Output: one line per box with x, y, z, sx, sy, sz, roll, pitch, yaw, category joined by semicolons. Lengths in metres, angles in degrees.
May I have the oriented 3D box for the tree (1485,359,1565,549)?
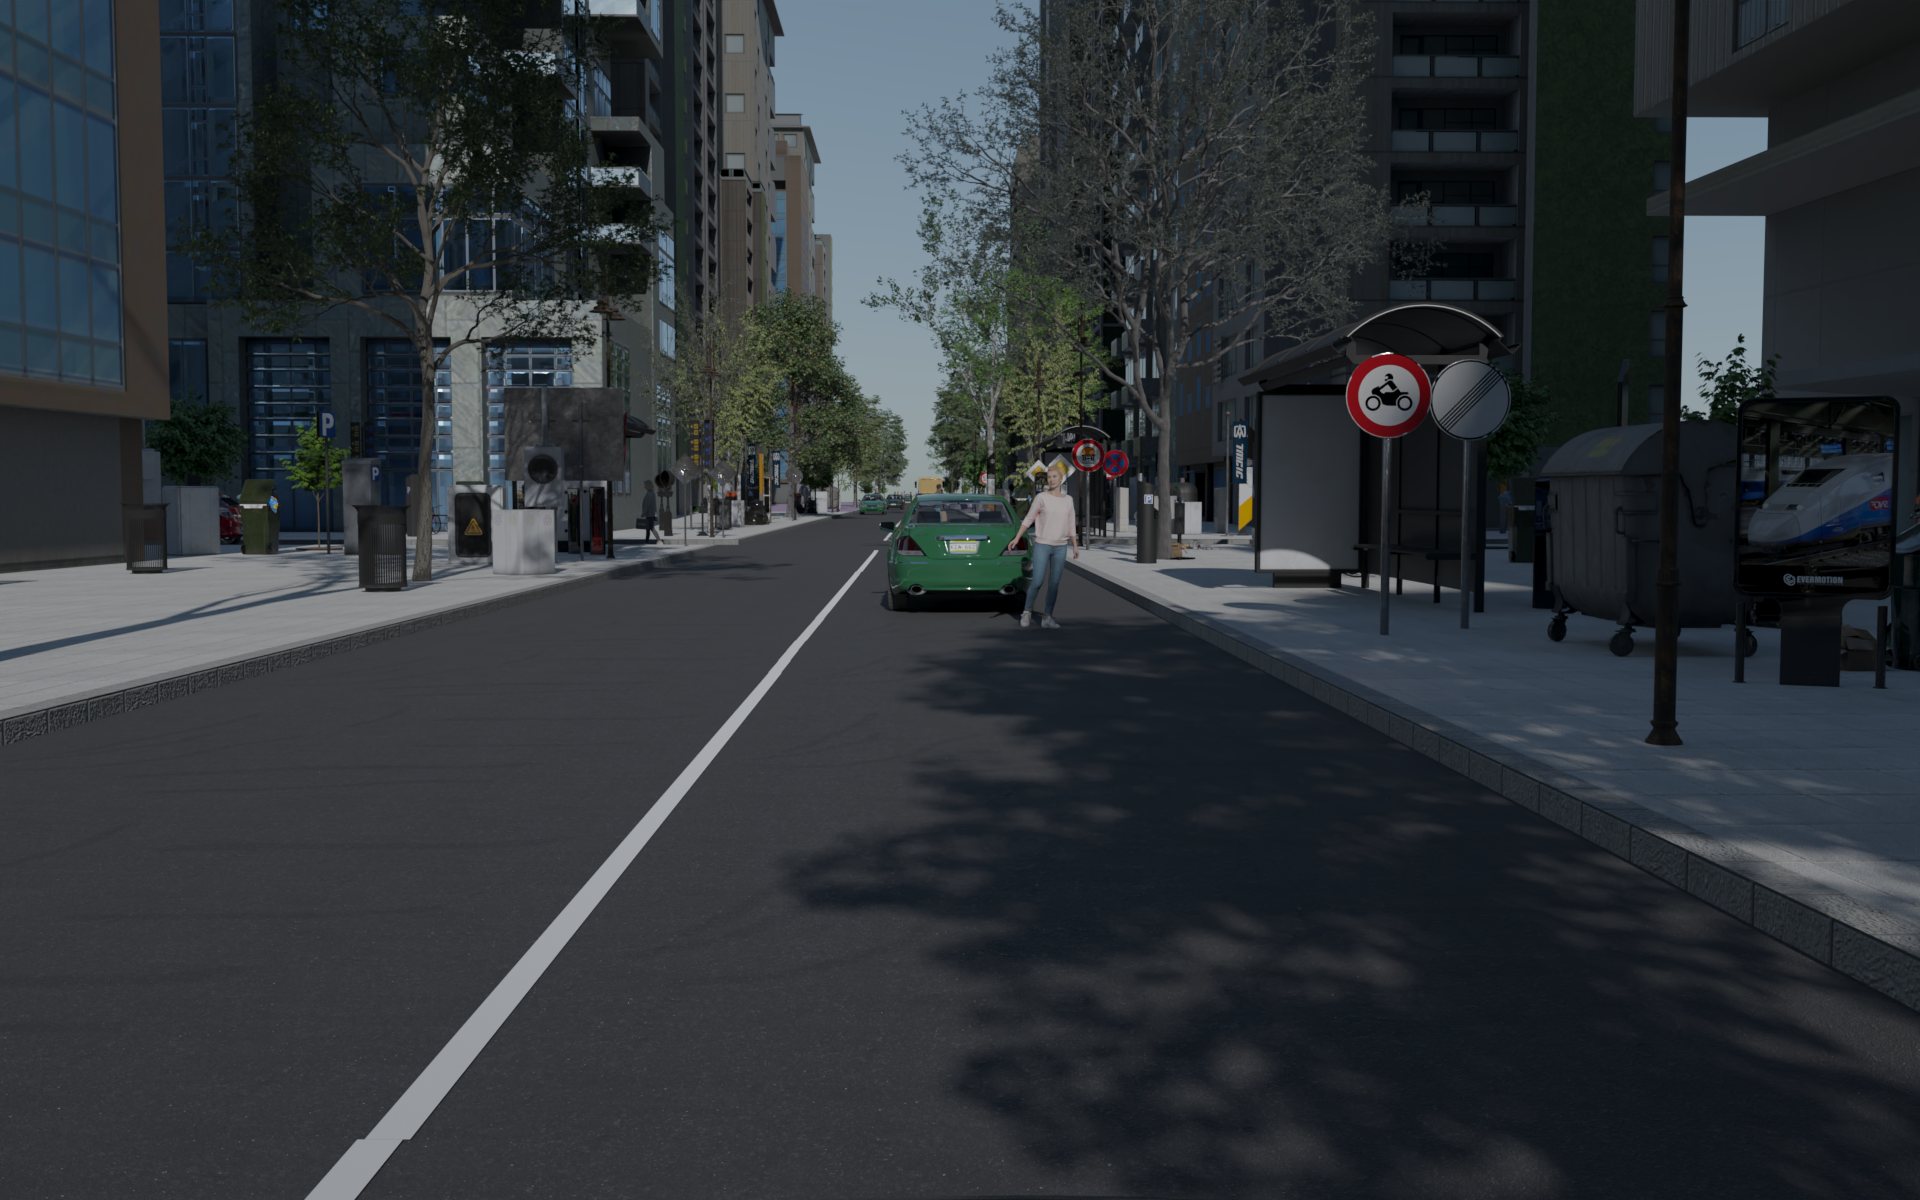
12.465;-3.492;40.813;4.285;4.588;4.351;0;3;0;tree

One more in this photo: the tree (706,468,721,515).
-14.340;-6.708;104.283;1.663;3.219;1.824;0;3;0;tree

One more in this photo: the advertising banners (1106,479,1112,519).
7.254;-5.491;85.958;0.090;3.025;2.074;-1;4;-12;advertising banners

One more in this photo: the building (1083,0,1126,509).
18.936;-42.885;139.425;20.563;71.187;20.611;0;4;-1;building

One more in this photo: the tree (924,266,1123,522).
3.143;-9.218;76.469;9.928;11.665;9.643;0;3;0;tree

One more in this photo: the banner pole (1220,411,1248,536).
8.309;-3.816;52.404;0.863;3.779;0.401;2;4;29;banner pole

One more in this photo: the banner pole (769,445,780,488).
-9.412;-5.975;87.712;0.863;3.779;0.401;2;4;32;banner pole

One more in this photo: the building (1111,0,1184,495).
21.641;-30.008;110.236;23.786;49.044;30.456;0;4;-1;building

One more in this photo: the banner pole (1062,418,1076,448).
3.544;-4.084;56.793;0.401;3.779;0.863;-3;4;-36;banner pole

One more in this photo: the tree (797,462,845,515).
-8.836;-7.538;106.957;4.285;4.588;4.351;0;3;0;tree

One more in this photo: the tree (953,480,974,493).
0.585;-12.450;198.159;1.663;3.219;1.824;0;3;0;tree

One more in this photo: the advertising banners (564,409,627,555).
-7.674;-2.467;36.531;2.074;3.025;0.090;3;5;40;advertising banners

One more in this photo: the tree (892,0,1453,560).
3.898;-7.535;33.564;12.009;13.543;11.850;0;3;0;tree

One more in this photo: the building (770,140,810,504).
-26.806;-35.050;223.182;14.600;45.320;14.200;0;4;-1;building

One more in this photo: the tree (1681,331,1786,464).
9.353;-1.591;20.617;1.663;3.219;1.824;0;3;0;tree

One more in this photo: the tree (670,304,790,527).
-8.743;-7.103;66.493;4.737;8.622;4.395;0;3;0;tree

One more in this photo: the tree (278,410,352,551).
-14.777;-2.749;39.540;1.663;3.219;1.824;0;3;0;tree

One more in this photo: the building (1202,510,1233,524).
18.024;-26.293;79.997;14.600;45.320;14.200;0;4;-1;building

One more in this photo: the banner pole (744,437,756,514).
-9.167;-5.226;75.464;0.863;3.779;0.401;3;5;41;banner pole

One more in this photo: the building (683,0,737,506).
-27.438;-42.560;134.102;20.563;71.187;20.611;0;4;-1;building

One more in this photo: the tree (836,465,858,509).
-11.204;-14.259;183.488;4.737;8.622;4.395;0;3;0;tree

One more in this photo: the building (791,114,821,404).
-34.448;-40.023;243.609;28.713;52.752;27.495;0;4;-1;building

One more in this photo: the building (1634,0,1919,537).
26.835;-26.356;20.160;28.713;52.752;27.495;0;4;-1;building

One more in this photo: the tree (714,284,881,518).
-9.135;-10.870;94.729;9.611;12.733;9.660;0;3;0;tree

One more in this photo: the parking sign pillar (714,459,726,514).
-14.924;-7.335;108.395;1.447;3.967;1.447;1;4;9;parking sign pillar

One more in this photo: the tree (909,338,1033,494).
1.618;-14.457;143.035;9.857;13.997;8.962;0;3;0;tree

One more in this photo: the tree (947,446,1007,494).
1.660;-8.169;117.275;4.285;4.588;4.351;0;3;0;tree

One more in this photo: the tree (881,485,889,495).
-12.434;-17.637;282.969;1.663;3.219;1.824;0;3;0;tree

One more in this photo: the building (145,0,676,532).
-23.401;-46.359;70.645;22.319;86.520;31.000;0;4;-1;building

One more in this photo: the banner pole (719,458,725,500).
-14.678;-7.130;106.593;0.401;3.779;0.863;-3;5;-41;banner pole

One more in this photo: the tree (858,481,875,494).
-11.458;-13.699;218.571;1.663;3.219;1.824;0;3;0;tree

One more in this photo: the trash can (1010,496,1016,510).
3.102;-5.674;104.421;0.748;1.137;0.748;0;3;0;trash can

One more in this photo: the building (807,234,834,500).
-26.808;-35.552;264.875;14.154;41.232;14.086;0;4;-1;building

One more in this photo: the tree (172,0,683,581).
-7.608;-5.560;25.316;7.601;10.594;8.767;-2;4;-28;tree

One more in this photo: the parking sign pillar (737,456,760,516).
-12.337;-6.898;101.261;1.447;3.967;1.447;-2;4;-32;parking sign pillar

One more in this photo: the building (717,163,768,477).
-24.681;-23.326;153.088;14.160;30.474;14.107;0;4;-1;building

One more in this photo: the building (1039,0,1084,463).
18.636;-38.972;179.192;21.231;58.520;28.212;0;4;-1;building

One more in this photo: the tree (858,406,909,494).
-11.633;-21.059;250.968;9.857;13.997;8.962;0;3;0;tree

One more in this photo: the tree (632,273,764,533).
-8.489;-6.515;56.877;4.360;8.622;3.978;0;3;0;tree

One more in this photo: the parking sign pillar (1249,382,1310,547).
7.778;-3.277;42.045;1.447;3.967;1.447;0;3;0;parking sign pillar

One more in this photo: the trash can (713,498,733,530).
-8.459;-3.071;61.871;0.748;1.137;0.748;0;3;0;trash can

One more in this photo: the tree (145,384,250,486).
-22.937;-4.160;51.734;4.285;4.588;4.351;0;3;0;tree

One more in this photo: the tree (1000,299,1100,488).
3.279;-7.078;66.091;4.737;8.622;4.395;0;3;0;tree

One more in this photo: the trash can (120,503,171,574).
-13.126;-0.996;27.938;0.748;1.137;0.748;0;3;0;trash can

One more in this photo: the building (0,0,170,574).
-22.101;-22.927;24.970;14.200;45.320;14.600;0;4;-1;building

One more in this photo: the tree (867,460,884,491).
-11.553;-16.172;214.774;4.360;8.622;3.978;0;3;0;tree

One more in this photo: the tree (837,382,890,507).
-10.843;-15.759;175.782;7.486;12.596;7.792;0;3;0;tree

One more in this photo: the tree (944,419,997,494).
1.229;-13.921;177.977;4.360;8.622;3.978;0;3;0;tree

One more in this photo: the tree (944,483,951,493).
-1.612;-15.864;253.973;1.663;3.219;1.824;0;3;0;tree

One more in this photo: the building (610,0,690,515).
-24.111;-25.621;102.505;14.154;41.232;14.086;0;4;-1;building

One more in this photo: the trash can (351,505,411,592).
-7.589;-0.679;22.758;0.748;1.137;0.748;0;3;0;trash can

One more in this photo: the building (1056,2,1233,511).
16.236;-31.073;158.159;14.600;45.320;14.200;0;4;-1;building

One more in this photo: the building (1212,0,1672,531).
17.616;-23.334;65.100;14.086;41.232;14.154;0;4;-1;building

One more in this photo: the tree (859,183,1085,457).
0.586;-15.342;106.738;12.611;20.169;13.585;0;3;0;tree

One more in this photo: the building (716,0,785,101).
-32.689;-35.705;173.009;28.713;52.752;27.495;0;4;-1;building

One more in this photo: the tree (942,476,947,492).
-1.389;-17.220;265.266;4.285;4.588;4.351;0;3;0;tree
